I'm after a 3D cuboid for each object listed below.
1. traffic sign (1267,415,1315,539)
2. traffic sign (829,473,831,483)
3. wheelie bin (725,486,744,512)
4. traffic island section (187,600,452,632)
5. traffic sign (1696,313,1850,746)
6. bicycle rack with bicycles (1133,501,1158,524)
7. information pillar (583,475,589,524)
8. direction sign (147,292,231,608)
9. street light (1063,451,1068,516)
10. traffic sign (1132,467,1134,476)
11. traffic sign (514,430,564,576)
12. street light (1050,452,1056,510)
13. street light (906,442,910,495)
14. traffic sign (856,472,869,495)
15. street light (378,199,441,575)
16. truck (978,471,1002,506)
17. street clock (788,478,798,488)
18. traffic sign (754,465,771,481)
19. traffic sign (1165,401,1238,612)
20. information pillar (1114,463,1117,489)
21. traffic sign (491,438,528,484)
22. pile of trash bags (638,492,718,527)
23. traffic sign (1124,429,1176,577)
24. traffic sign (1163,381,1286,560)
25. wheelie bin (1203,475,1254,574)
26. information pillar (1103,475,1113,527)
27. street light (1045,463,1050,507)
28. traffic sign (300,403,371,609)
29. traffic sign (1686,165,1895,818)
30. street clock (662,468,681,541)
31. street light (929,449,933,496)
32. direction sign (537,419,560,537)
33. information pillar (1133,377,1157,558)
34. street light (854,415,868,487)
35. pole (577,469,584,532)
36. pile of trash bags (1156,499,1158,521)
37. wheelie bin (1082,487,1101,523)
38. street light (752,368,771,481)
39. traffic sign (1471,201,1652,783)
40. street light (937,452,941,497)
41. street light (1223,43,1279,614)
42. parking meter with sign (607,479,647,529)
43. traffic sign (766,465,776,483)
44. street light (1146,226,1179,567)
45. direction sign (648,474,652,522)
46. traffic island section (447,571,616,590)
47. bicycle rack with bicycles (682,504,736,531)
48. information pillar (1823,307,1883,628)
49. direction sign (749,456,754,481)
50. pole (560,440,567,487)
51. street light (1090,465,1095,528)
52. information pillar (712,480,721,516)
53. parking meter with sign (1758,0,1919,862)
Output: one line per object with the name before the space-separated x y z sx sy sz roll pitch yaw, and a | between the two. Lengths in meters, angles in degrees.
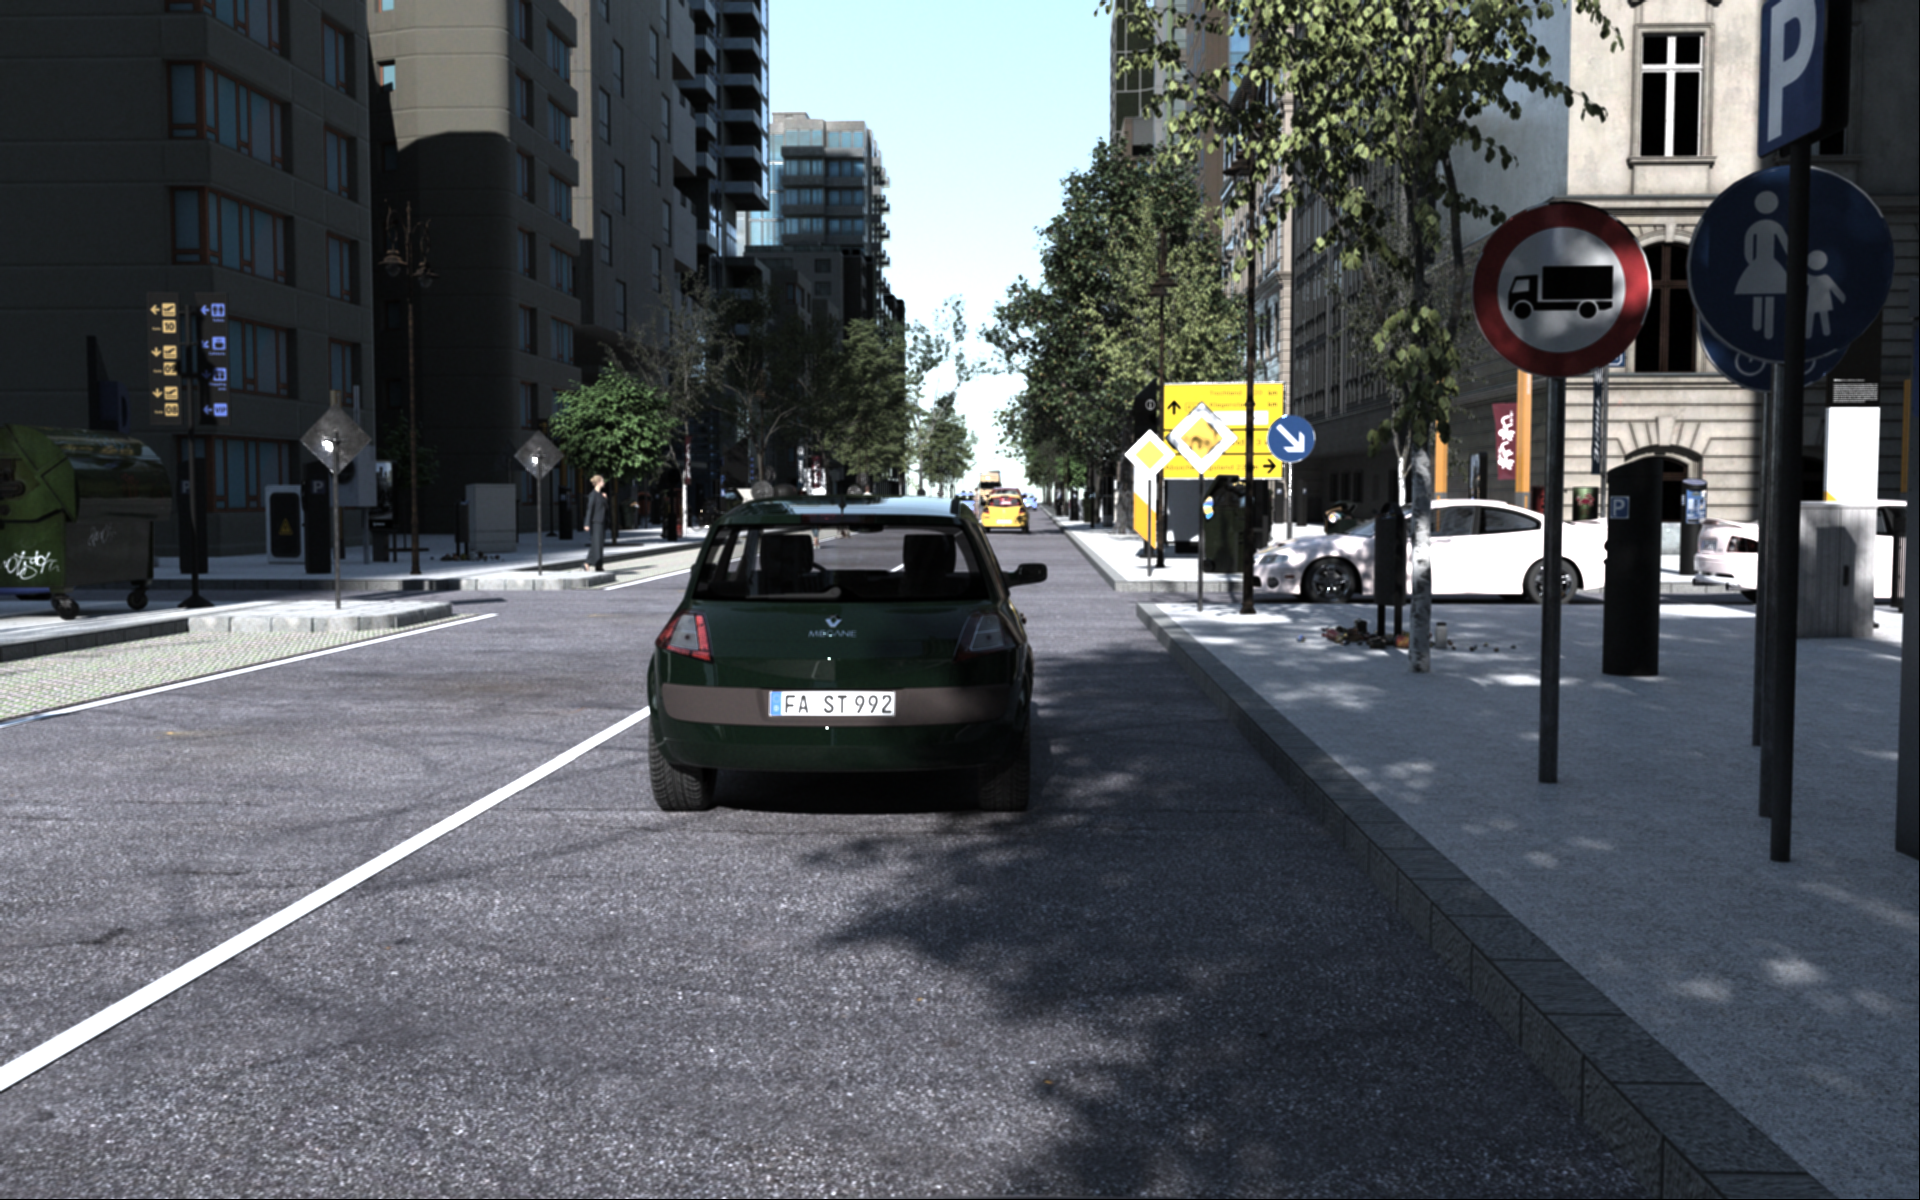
traffic sign | 5.330 -1.704 27.969 0.768 2.556 0.104 0 4 5
traffic sign | -7.631 -5.967 97.671 0.768 2.556 0.104 0 4 3
wheelie bin | -8.359 -3.432 64.027 0.693 1.594 0.980 -1 4 -12
traffic island section | -6.944 0.183 19.284 2.009 0.180 2.903 0 4 2
traffic sign | 4.089 -0.530 8.766 0.768 2.556 0.104 0 4 6
bicycle rack with bicycles | 8.848 -3.678 73.519 2.925 0.926 2.852 -3 4 -36
information pillar | -13.452 -3.511 61.903 0.304 2.012 0.304 1 4 9
direction sign | -8.679 -1.686 19.564 0.876 3.537 0.379 0 4 -4
street light | 6.500 -8.256 107.772 0.468 5.910 1.993 0 4 2
traffic sign | 7.108 -4.131 67.654 0.768 2.556 0.104 1 4 9
traffic sign | -6.605 -1.441 27.200 0.795 2.450 0.064 0 4 2
street light | 7.863 -10.393 142.706 0.468 5.910 1.993 0 4 2
street light | -4.214 -10.207 139.673 0.468 5.910 1.993 0 4 2
traffic sign | -5.755 -6.239 102.118 0.768 2.556 0.104 0 4 7
street light | -8.704 -3.348 27.522 0.468 5.910 1.993 0 4 2
truck | 3.646 -13.464 209.056 2.839 4.237 11.283 0 4 2
street clock | -7.689 -4.620 80.111 0.471 2.002 0.358 -2 4 -33
traffic sign | -8.728 -4.675 76.548 0.768 2.556 0.104 1 4 9
traffic sign | 2.616 -0.929 18.826 0.795 2.450 0.064 0 4 2
information pillar | 9.030 -6.762 101.921 0.183 3.616 0.504 -2 4 -33
traffic sign | -10.352 -2.433 39.791 0.884 2.594 0.081 1 4 8
pile of trash bags | -10.928 -3.520 67.312 3.447 1.369 1.912 0 4 7
traffic sign | 2.931 -1.417 26.805 0.795 2.450 0.064 0 4 2
traffic sign | 4.746 -2.297 31.433 2.265 3.308 0.079 1 4 12
wheelie bin | 4.368 -1.241 28.195 0.693 1.594 0.980 3 5 41
information pillar | 5.764 -3.853 67.487 0.304 2.012 0.304 -2 4 -25
street light | 9.286 -12.550 177.984 0.468 5.910 1.993 0 4 2
traffic sign | -6.920 -0.953 19.221 0.795 2.450 0.064 0 4 2
traffic sign | 3.224 -0.410 6.815 0.768 2.556 0.104 0 4 7
street clock | -7.874 -2.616 47.343 0.358 2.002 0.471 3 5 44
street light | -2.946 -12.344 174.611 0.468 5.910 1.993 0 4 2
direction sign | -12.354 -3.689 52.320 0.379 3.537 0.876 3 5 43
information pillar | 3.722 -2.652 34.712 0.504 3.616 0.183 -2 4 -24
street light | -5.786 -7.744 99.401 0.468 5.910 1.993 0 4 2
pole | -12.954 -3.986 59.018 0.158 3.312 0.155 0 3 0
pile of trash bags | 9.210 -4.560 84.302 3.447 1.369 1.912 0 4 7
wheelie bin | 5.928 -4.280 77.882 0.693 1.594 0.980 -3 5 -43
street light | -7.257 -5.552 63.556 0.468 5.910 1.993 0 4 2
traffic sign | 2.622 -0.461 7.644 0.768 2.556 0.104 0 4 5
street light | -2.295 -13.125 187.386 0.468 5.910 1.993 0 4 2
street light | 3.090 -2.790 18.407 0.468 5.910 1.993 0 4 2
parking meter with sign | -12.284 -4.144 64.015 1.738 3.016 0.543 2 4 27
traffic sign | -8.541 -4.698 76.916 0.768 2.556 0.104 0 4 6
street light | 3.506 -3.509 30.161 0.468 5.910 1.993 0 4 2
direction sign | -13.995 -5.288 78.449 0.379 3.537 0.876 -1 4 -15
traffic island section | -6.629 -0.305 27.263 2.009 0.180 2.903 0 4 2
bicycle rack with bicycles | -8.248 -2.871 60.322 2.925 0.926 2.852 -3 5 -44
information pillar | 8.540 -1.541 16.555 0.504 3.616 0.183 0 4 2
direction sign | -12.534 -6.769 102.671 0.876 3.537 0.379 3 4 37
pole | -11.688 -3.501 51.087 0.158 3.312 0.155 0 3 0
street light | 5.008 -5.662 65.368 0.468 5.910 1.993 0 4 2
information pillar | -12.578 -5.196 89.439 0.304 2.012 0.304 3 5 39
parking meter with sign | 3.694 -0.590 5.911 1.738 3.016 0.543 0 4 4
